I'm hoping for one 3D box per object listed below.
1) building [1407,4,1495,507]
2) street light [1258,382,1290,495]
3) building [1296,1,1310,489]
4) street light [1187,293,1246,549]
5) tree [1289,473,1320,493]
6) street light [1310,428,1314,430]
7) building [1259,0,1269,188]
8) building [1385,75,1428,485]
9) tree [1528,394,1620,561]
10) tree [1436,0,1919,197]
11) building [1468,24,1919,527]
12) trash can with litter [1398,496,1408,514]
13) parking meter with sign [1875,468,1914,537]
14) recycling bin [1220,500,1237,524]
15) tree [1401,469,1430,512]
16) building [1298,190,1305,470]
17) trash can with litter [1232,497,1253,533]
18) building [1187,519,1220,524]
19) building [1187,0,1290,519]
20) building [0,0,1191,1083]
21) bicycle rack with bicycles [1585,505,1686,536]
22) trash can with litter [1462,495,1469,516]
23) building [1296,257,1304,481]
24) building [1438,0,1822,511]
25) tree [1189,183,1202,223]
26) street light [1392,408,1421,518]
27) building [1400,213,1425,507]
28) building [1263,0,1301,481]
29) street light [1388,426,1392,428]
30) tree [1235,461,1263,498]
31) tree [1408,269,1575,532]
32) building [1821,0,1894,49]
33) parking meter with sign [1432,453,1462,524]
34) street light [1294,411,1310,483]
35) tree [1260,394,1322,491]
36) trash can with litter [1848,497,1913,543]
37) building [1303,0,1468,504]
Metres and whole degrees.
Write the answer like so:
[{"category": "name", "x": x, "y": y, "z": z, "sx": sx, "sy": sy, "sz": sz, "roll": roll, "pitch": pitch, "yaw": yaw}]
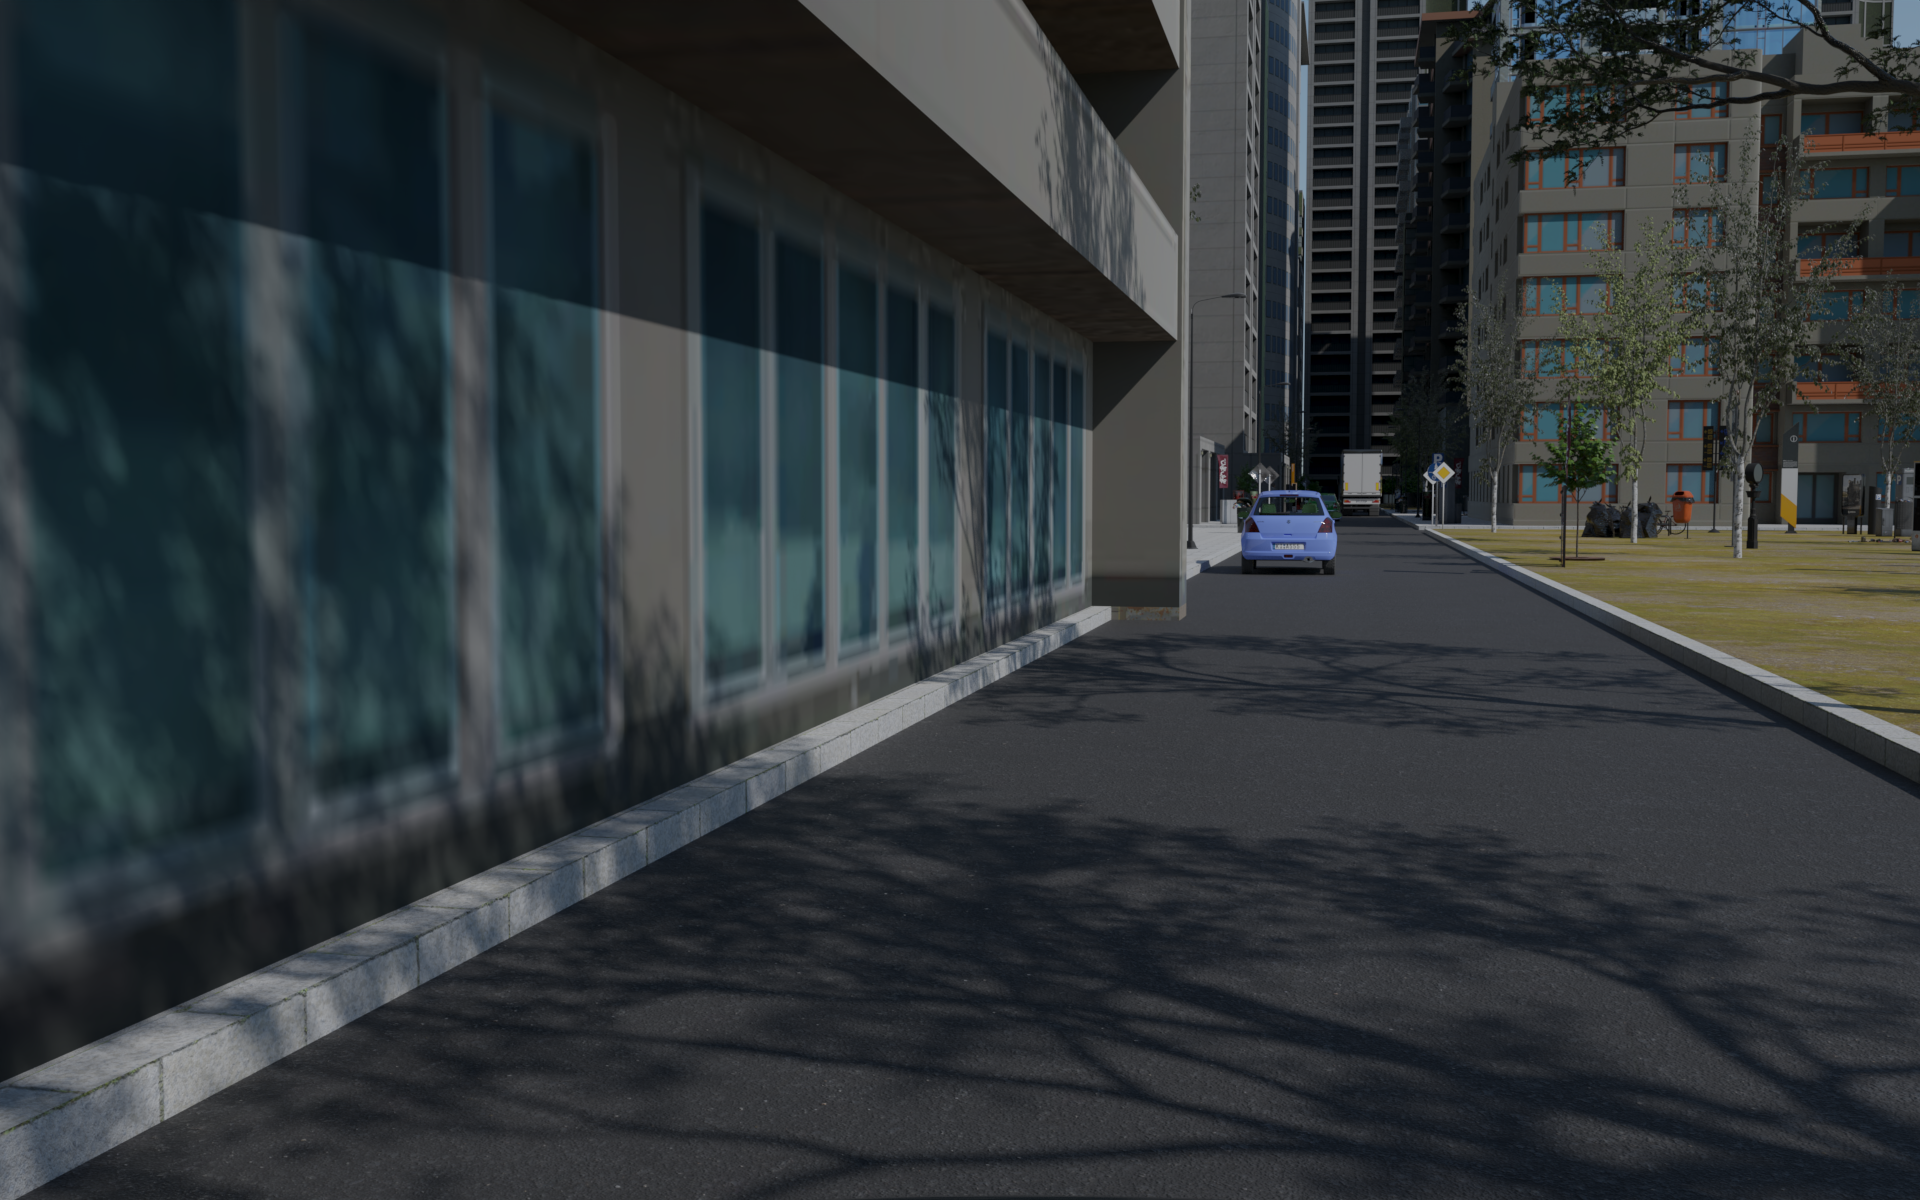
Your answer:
[{"category": "building", "x": 52.096, "y": -30.653, "z": 155.801, "sx": 22.147, "sy": 44.769, "sz": 28.867, "roll": 1, "pitch": 4, "yaw": 13}, {"category": "street light", "x": 13.025, "y": -6.095, "z": 72.193, "sx": 1.470, "sy": 5.913, "sz": 1.316, "roll": 1, "pitch": 4, "yaw": 13}, {"category": "building", "x": 22.968, "y": -36.676, "z": 188.888, "sx": 28.713, "sy": 52.752, "sz": 27.495, "roll": 1, "pitch": 4, "yaw": 13}, {"category": "street light", "x": 5.918, "y": -4.141, "z": 40.244, "sx": 1.470, "sy": 5.913, "sz": 1.316, "roll": 1, "pitch": 4, "yaw": 13}, {"category": "tree", "x": 28.297, "y": -9.089, "z": 143.203, "sx": 1.663, "sy": 3.219, "sz": 1.824, "roll": 0, "pitch": 3, "yaw": 0}, {"category": "street light", "x": 24.240, "y": -9.147, "z": 122.093, "sx": 1.470, "sy": 5.913, "sz": 1.316, "roll": 1, "pitch": 4, "yaw": 13}, {"category": "building", "x": 16.957, "y": -27.797, "z": 138.074, "sx": 14.154, "sy": 41.232, "sz": 14.086, "roll": 1, "pitch": 4, "yaw": 13}, {"category": "building", "x": 61.427, "y": -35.405, "z": 198.483, "sx": 23.786, "sy": 49.044, "sz": 30.456, "roll": 1, "pitch": 4, "yaw": 13}, {"category": "tree", "x": 11.870, "y": -2.386, "z": 33.608, "sx": 1.663, "sy": 3.219, "sz": 1.824, "roll": 0, "pitch": 3, "yaw": 0}, {"category": "tree", "x": 6.125, "y": -4.598, "z": 9.596, "sx": 8.767, "sy": 10.594, "sz": 7.601, "roll": -2, "pitch": 4, "yaw": -29}, {"category": "building", "x": 39.496, "y": -14.351, "z": 79.681, "sx": 28.899, "sy": 21.520, "sz": 27.650, "roll": 1, "pitch": 4, "yaw": 13}, {"category": "trash can with litter", "x": 28.963, "y": -6.237, "z": 113.362, "sx": 0.624, "sy": 1.170, "sz": 1.055, "roll": 1, "pitch": 4, "yaw": 9}, {"category": "parking meter with sign", "x": 28.512, "y": -3.411, "z": 52.030, "sx": 1.738, "sy": 3.016, "sz": 0.543, "roll": 0, "pitch": 4, "yaw": 1}, {"category": "recycling bin", "x": 11.516, "y": -3.760, "z": 74.022, "sx": 0.722, "sy": 1.027, "sz": 0.722, "roll": 0, "pitch": 4, "yaw": 2}, {"category": "tree", "x": 32.991, "y": -7.963, "z": 124.798, "sx": 1.663, "sy": 3.219, "sz": 1.824, "roll": 0, "pitch": 3, "yaw": 0}, {"category": "building", "x": 39.729, "y": -33.815, "z": 236.464, "sx": 14.086, "sy": 41.232, "sz": 14.154, "roll": 1, "pitch": 4, "yaw": 13}, {"category": "trash can with litter", "x": 9.388, "y": -2.804, "z": 57.228, "sx": 0.624, "sy": 1.170, "sz": 1.055, "roll": 1, "pitch": 4, "yaw": 19}, {"category": "building", "x": 2.431, "y": -39.457, "z": 83.369, "sx": 20.563, "sy": 71.187, "sz": 20.611, "roll": 1, "pitch": 4, "yaw": 13}, {"category": "building", "x": 11.240, "y": -41.239, "z": 112.510, "sx": 20.563, "sy": 71.187, "sz": 20.611, "roll": 1, "pitch": 4, "yaw": 13}, {"category": "building", "x": -10.017, "y": -23.690, "z": 11.042, "sx": 21.300, "sy": 48.544, "sz": 21.600, "roll": 1, "pitch": 4, "yaw": 13}, {"category": "bicycle rack with bicycles", "x": 21.120, "y": -2.499, "z": 54.242, "sx": 2.925, "sy": 0.926, "sz": 2.852, "roll": 2, "pitch": 4, "yaw": 25}, {"category": "trash can with litter", "x": 29.335, "y": -5.525, "z": 101.393, "sx": 2.233, "sy": 1.210, "sz": 1.678, "roll": -3, "pitch": 5, "yaw": -43}, {"category": "building", "x": 35.009, "y": -26.998, "z": 213.122, "sx": 14.107, "sy": 30.474, "sz": 14.160, "roll": 1, "pitch": 4, "yaw": 13}, {"category": "building", "x": 45.536, "y": -49.249, "z": 117.887, "sx": 22.319, "sy": 86.520, "sz": 31.000, "roll": 1, "pitch": 4, "yaw": 13}, {"category": "tree", "x": 1.695, "y": -4.660, "z": 26.562, "sx": 4.360, "sy": 8.622, "sz": 3.978, "roll": 0, "pitch": 3, "yaw": 0}, {"category": "street light", "x": 24.338, "y": -7.428, "z": 93.996, "sx": 1.470, "sy": 5.913, "sz": 1.316, "roll": 1, "pitch": 4, "yaw": 13}, {"category": "building", "x": 52.628, "y": -24.864, "z": 178.226, "sx": 14.160, "sy": 30.474, "sz": 14.107, "roll": 1, "pitch": 4, "yaw": 13}, {"category": "building", "x": 20.379, "y": -37.847, "z": 160.801, "sx": 21.231, "sy": 58.520, "sz": 28.212, "roll": 1, "pitch": 4, "yaw": 13}, {"category": "street light", "x": 29.994, "y": -8.936, "z": 118.652, "sx": 1.470, "sy": 5.913, "sz": 1.316, "roll": 1, "pitch": 4, "yaw": 13}, {"category": "tree", "x": 16.671, "y": -6.444, "z": 99.968, "sx": 1.663, "sy": 3.219, "sz": 1.824, "roll": 0, "pitch": 3, "yaw": 0}, {"category": "tree", "x": 18.085, "y": -6.573, "z": 57.835, "sx": 4.360, "sy": 8.622, "sz": 3.978, "roll": 0, "pitch": 3, "yaw": 0}, {"category": "building", "x": 107.902, "y": -48.026, "z": 223.482, "sx": 20.611, "sy": 71.187, "sz": 20.563, "roll": 1, "pitch": 4, "yaw": 13}, {"category": "parking meter with sign", "x": 20.998, "y": -4.788, "z": 74.543, "sx": 1.738, "sy": 3.016, "sz": 0.543, "roll": -3, "pitch": 5, "yaw": -45}, {"category": "street light", "x": 18.631, "y": -7.604, "z": 96.860, "sx": 1.470, "sy": 5.913, "sz": 1.316, "roll": 1, "pitch": 4, "yaw": 13}, {"category": "tree", "x": 24.253, "y": -10.829, "z": 127.423, "sx": 4.360, "sy": 8.622, "sz": 3.978, "roll": 0, "pitch": 3, "yaw": 0}, {"category": "trash can with litter", "x": 24.757, "y": -2.150, "z": 46.209, "sx": 2.233, "sy": 1.210, "sz": 1.678, "roll": 0, "pitch": 4, "yaw": 3}, {"category": "building", "x": 57.535, "y": -48.714, "z": 234.720, "sx": 20.611, "sy": 71.187, "sz": 20.563, "roll": 1, "pitch": 4, "yaw": 13}]
